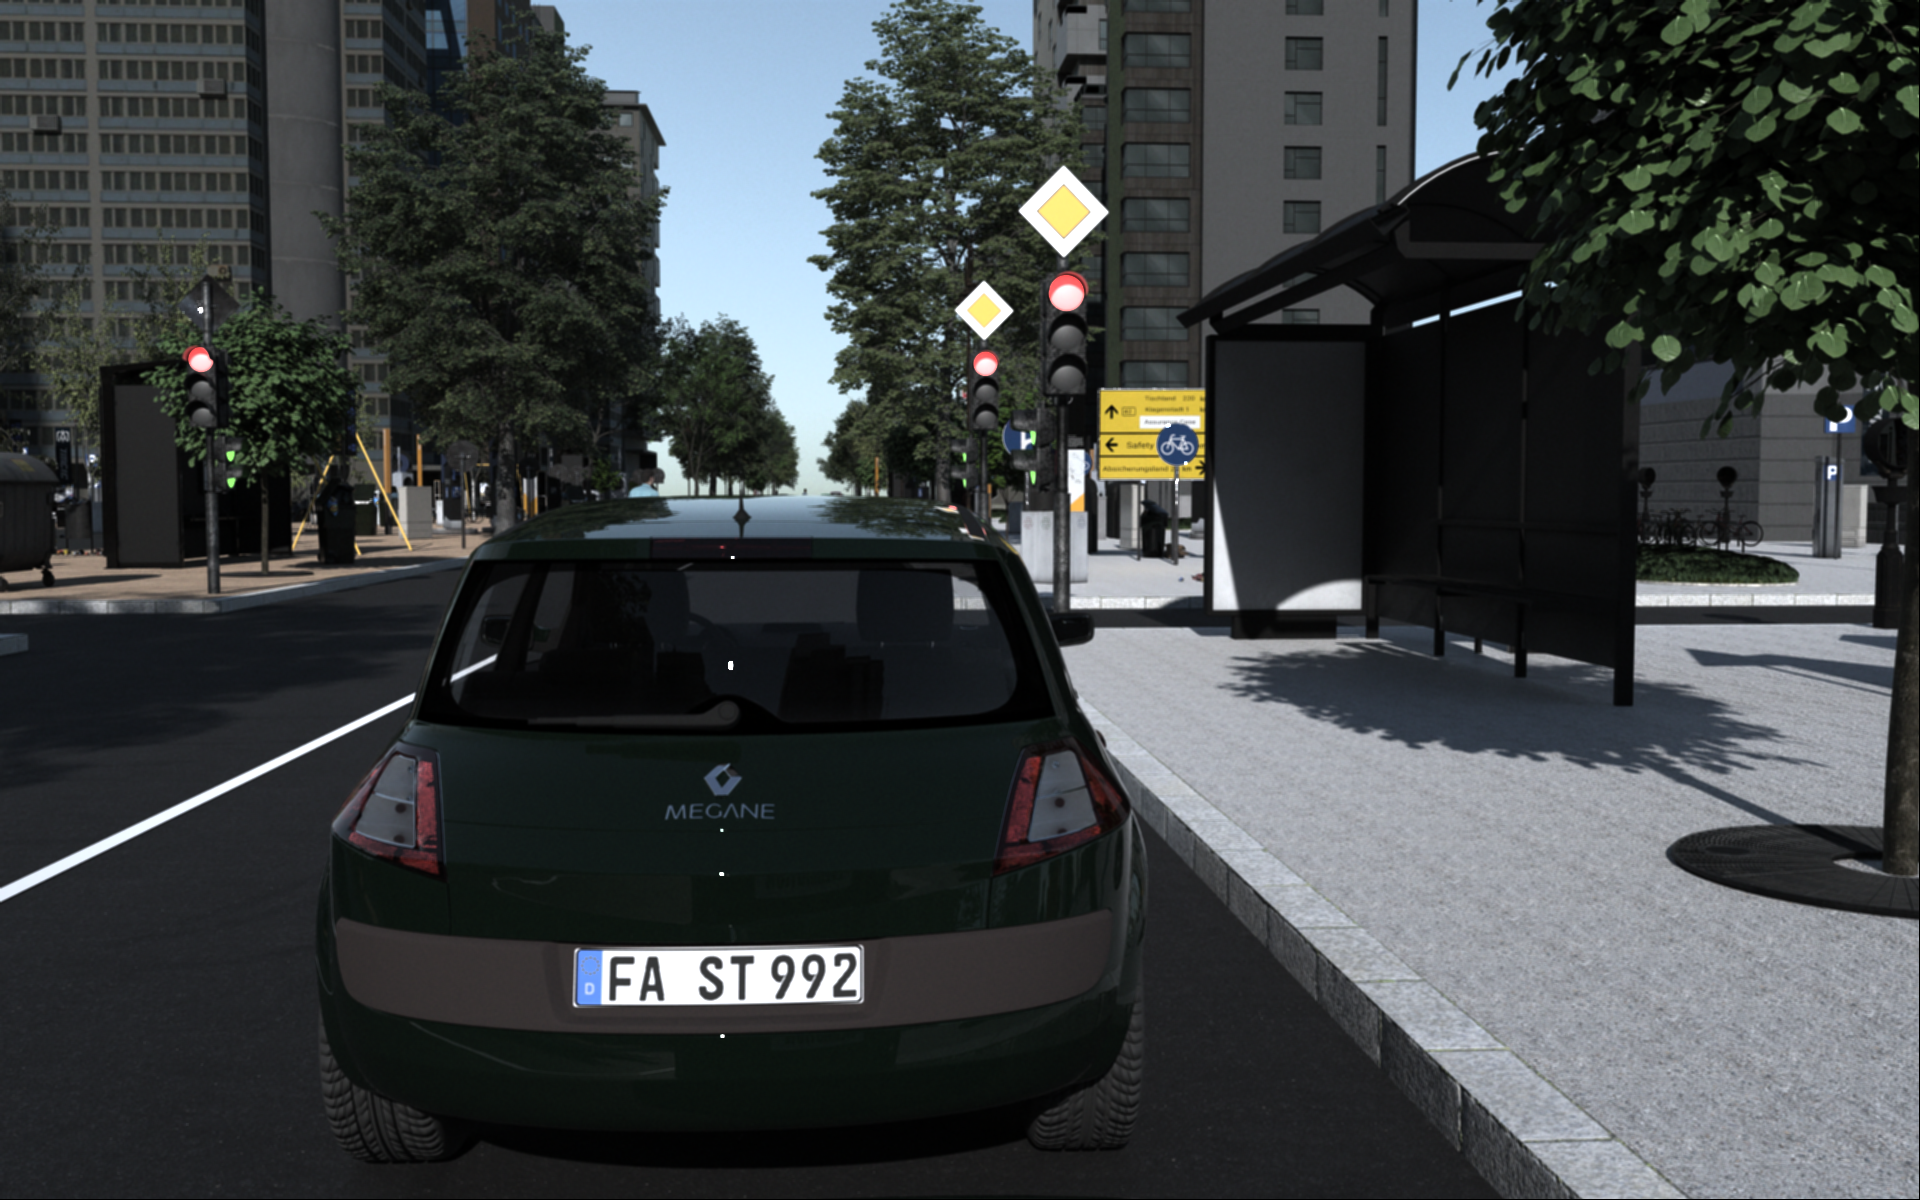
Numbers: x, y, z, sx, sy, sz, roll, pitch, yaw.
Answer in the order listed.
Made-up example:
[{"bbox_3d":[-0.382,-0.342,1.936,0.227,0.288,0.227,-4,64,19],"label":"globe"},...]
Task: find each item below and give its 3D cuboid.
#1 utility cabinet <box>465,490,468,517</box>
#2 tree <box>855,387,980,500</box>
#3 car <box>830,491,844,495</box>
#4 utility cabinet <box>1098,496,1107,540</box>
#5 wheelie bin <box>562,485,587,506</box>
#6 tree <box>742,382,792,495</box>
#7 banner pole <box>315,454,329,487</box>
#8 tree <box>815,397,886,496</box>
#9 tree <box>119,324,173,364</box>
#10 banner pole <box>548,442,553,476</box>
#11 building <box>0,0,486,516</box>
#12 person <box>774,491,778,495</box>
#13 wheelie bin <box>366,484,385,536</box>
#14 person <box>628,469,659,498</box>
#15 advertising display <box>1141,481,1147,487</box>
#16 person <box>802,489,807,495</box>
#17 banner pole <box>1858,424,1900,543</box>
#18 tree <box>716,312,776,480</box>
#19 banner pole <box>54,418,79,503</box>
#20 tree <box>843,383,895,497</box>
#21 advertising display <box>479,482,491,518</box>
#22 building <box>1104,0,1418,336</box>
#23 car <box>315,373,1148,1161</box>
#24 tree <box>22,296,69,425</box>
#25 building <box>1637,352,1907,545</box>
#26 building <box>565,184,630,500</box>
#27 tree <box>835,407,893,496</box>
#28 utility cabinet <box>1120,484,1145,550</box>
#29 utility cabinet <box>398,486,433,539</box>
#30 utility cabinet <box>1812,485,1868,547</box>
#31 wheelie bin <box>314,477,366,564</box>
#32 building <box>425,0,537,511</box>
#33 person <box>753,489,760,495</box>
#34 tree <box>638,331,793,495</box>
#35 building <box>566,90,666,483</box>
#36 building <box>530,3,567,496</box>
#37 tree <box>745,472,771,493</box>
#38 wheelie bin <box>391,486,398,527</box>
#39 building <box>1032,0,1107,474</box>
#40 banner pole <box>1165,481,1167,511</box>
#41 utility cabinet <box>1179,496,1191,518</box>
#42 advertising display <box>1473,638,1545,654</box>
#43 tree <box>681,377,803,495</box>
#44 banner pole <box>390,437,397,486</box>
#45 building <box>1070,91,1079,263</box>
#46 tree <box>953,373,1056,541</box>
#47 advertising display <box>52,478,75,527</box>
[{"bbox_3d":[-27.581,-5.318,95.635,0.318,1.500,1.173,-3,5,-40],"label":"utility cabinet"},{"bbox_3d":[-0.815,-4.048,49.895,4.285,4.588,4.351,0,3,0],"label":"tree"},{"bbox_3d":[-17.815,-14.659,248.343,2.281,1.827,5.304,0,4,-5],"label":"car"},{"bbox_3d":[3.676,-2.267,48.229,0.306,1.237,1.020,3,5,39],"label":"utility cabinet"},{"bbox_3d":[-14.074,-3.369,62.998,0.980,1.594,0.693,-3,4,-37],"label":"wheelie bin"},{"bbox_3d":[-21.731,-16.057,172.899,12.009,13.543,11.850,0,3,0],"label":"tree"},{"bbox_3d":[-27.698,-5.202,75.071,0.401,3.779,0.863,2,4,35],"label":"banner pole"},{"bbox_3d":[-12.037,-17.631,205.269,9.611,12.733,9.660,0,3,0],"label":"tree"},{"bbox_3d":[-34.909,-7.567,74.090,4.360,8.622,3.978,0,3,0],"label":"tree"},{"bbox_3d":[-18.783,-5.470,79.452,0.401,3.779,0.863,-2,4,-30],"label":"banner pole"},{"bbox_3d":[-46.514,-25.362,106.553,32.217,40.220,23.993,0,4,-4],"label":"building"},{"bbox_3d":[-19.562,-10.787,184.956,0.705,1.814,1.350,2,4,27],"label":"person"},{"bbox_3d":[-18.234,-2.759,53.023,0.980,1.594,0.693,0,4,-2],"label":"wheelie bin"},{"bbox_3d":[-4.913,-1.106,26.597,0.660,1.820,0.620,1,4,22],"label":"person"},{"bbox_3d":[7.018,-3.921,69.321,0.974,1.923,0.123,2,4,24],"label":"advertising display"},{"bbox_3d":[-11.426,-7.317,128.118,0.705,1.826,1.348,-3,5,-41],"label":"person"},{"bbox_3d":[15.362,-2.372,28.794,0.401,3.779,0.863,-2,4,-33],"label":"banner pole"},{"bbox_3d":[-17.653,-13.247,123.247,9.857,13.997,8.962,0,3,0],"label":"tree"},{"bbox_3d":[-29.485,-4.118,57.351,0.863,3.779,0.401,-1,4,-19],"label":"banner pole"},{"bbox_3d":[-4.478,-9.327,102.851,4.737,8.622,4.395,0,3,0],"label":"tree"},{"bbox_3d":[-25.162,-5.341,92.534,0.974,1.923,0.123,0,4,-6],"label":"advertising display"},{"bbox_3d":[14.162,-19.346,88.012,14.160,30.474,14.107,0,4,-4],"label":"building"},{"bbox_3d":[-0.534,0.283,5.153,2.009,1.686,4.222,0,4,-3],"label":"car"},{"bbox_3d":[-30.082,-6.721,60.256,4.737,8.622,4.395,0,3,0],"label":"tree"},{"bbox_3d":[35.150,-31.093,50.364,28.212,58.520,21.231,0,4,-4],"label":"building"},{"bbox_3d":[-53.077,-31.311,203.820,32.217,40.220,23.993,0,4,-4],"label":"building"},{"bbox_3d":[-9.780,-15.143,182.007,7.601,10.594,8.767,-3,4,-36],"label":"tree"},{"bbox_3d":[3.982,-1.914,39.981,0.318,1.500,1.173,0,4,-8],"label":"utility cabinet"},{"bbox_3d":[-15.476,-2.478,49.194,0.318,1.500,1.173,1,4,18],"label":"utility cabinet"},{"bbox_3d":[21.178,-2.020,41.700,0.318,1.500,1.173,-2,4,-31],"label":"utility cabinet"},{"bbox_3d":[-11.467,-1.466,31.869,0.693,1.594,0.980,-2,4,-32],"label":"wheelie bin"},{"bbox_3d":[-39.298,-29.114,126.130,14.600,45.320,14.200,0,4,-4],"label":"building"},{"bbox_3d":[-11.733,-5.538,99.714,0.551,1.740,0.621,2,4,25],"label":"person"},{"bbox_3d":[-17.088,-11.360,111.489,9.928,11.665,9.643,0,3,0],"label":"tree"},{"bbox_3d":[-54.401,-39.191,230.015,28.713,52.752,27.495,0,4,-4],"label":"building"},{"bbox_3d":[-39.981,-27.937,140.358,14.154,41.232,14.086,0,4,-4],"label":"building"},{"bbox_3d":[-22.560,-12.744,192.082,4.285,4.588,4.351,0,3,0],"label":"tree"},{"bbox_3d":[-22.582,-3.706,68.493,0.980,1.594,0.693,0,4,1],"label":"wheelie bin"},{"bbox_3d":[20.932,-34.105,146.851,28.713,52.752,27.495,0,4,-4],"label":"building"},{"bbox_3d":[9.329,-5.393,78.191,0.401,3.779,0.863,0,4,6],"label":"banner pole"},{"bbox_3d":[9.761,-3.907,75.041,1.020,1.237,0.306,-3,5,-43],"label":"utility cabinet"},{"bbox_3d":[4.608,-0.532,13.916,0.974,1.923,0.123,0,4,3],"label":"advertising display"},{"bbox_3d":[-20.536,-14.490,153.919,9.611,12.733,9.660,0,3,0],"label":"tree"},{"bbox_3d":[-24.745,-5.240,75.699,0.401,3.779,0.863,0,4,1],"label":"banner pole"},{"bbox_3d":[14.805,-21.676,126.099,14.160,30.474,14.107,0,4,-4],"label":"building"},{"bbox_3d":[0.719,-2.041,27.966,1.663,3.219,1.824,0,3,0],"label":"tree"},{"bbox_3d":[-34.723,-3.774,66.917,0.123,1.923,0.974,3,4,36],"label":"advertising display"}]
